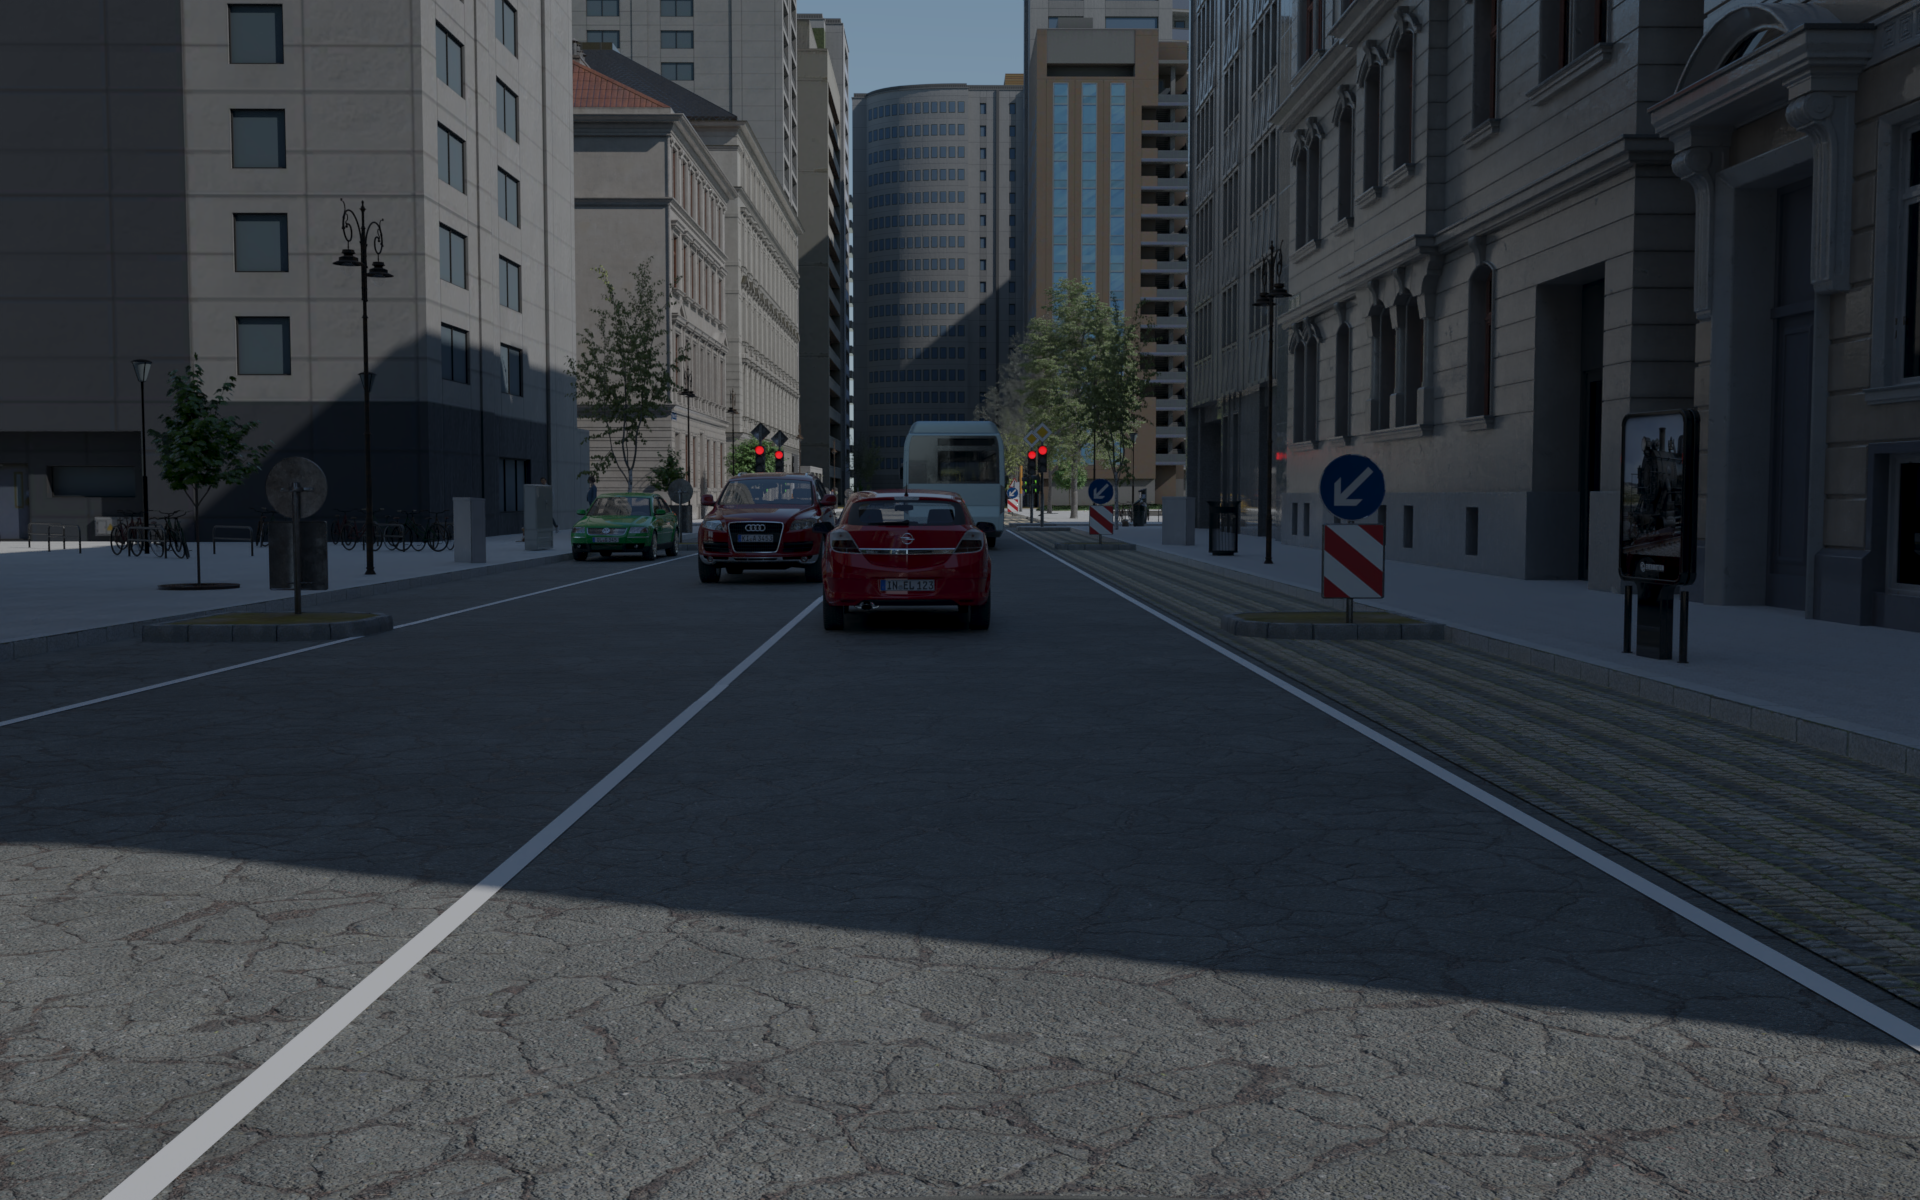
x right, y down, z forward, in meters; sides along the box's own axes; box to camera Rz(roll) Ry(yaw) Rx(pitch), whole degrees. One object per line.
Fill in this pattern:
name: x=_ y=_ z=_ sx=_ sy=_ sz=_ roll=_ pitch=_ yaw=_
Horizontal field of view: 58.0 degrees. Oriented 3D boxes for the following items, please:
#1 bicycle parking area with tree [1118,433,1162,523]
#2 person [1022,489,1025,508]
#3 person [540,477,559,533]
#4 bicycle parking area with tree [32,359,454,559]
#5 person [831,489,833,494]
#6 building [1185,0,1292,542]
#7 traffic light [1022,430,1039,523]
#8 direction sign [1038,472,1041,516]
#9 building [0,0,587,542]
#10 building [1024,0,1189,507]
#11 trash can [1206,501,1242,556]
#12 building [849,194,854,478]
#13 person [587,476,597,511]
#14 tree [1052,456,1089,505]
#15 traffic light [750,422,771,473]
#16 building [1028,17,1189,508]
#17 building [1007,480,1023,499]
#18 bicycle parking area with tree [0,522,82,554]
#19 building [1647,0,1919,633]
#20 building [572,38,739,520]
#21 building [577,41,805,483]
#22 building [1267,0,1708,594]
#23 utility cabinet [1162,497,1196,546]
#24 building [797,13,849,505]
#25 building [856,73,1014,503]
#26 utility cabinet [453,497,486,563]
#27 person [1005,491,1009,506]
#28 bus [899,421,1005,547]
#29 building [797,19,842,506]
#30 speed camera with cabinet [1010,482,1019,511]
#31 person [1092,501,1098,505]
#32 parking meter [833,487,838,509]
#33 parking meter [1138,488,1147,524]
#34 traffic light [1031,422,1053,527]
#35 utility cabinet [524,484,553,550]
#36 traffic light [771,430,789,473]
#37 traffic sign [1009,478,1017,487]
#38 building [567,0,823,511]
bicycle parking area with tree: x=10.654 y=-5.768 z=81.310 sx=8.231 sy=4.147 sz=9.016 roll=0 pitch=4 yaw=4
person: x=5.695 y=-9.478 z=160.868 sx=0.599 sy=1.838 sz=0.709 roll=2 pitch=4 yaw=33
person: x=-13.423 y=-3.085 z=56.328 sx=0.661 sy=1.843 sz=0.795 roll=2 pitch=4 yaw=30
bicycle parking area with tree: x=-15.597 y=-3.168 z=38.805 sx=8.231 sy=4.147 sz=9.016 roll=-2 pitch=4 yaw=-34
person: x=-11.473 y=-9.231 z=157.424 sx=0.568 sy=1.767 sz=0.683 roll=3 pitch=5 yaw=42
building: x=14.574 y=-14.465 z=54.526 sx=12.078 sy=24.808 sz=19.932 roll=0 pitch=4 yaw=-1
traffic light: x=3.115 y=-5.307 z=75.688 sx=0.839 sy=4.253 sz=0.868 roll=0 pitch=4 yaw=-1
direction sign: x=4.680 y=-6.613 z=100.116 sx=0.379 sy=3.537 sz=0.876 roll=1 pitch=4 yaw=20
building: x=-24.406 y=-37.669 z=54.144 sx=20.611 sy=71.187 sz=20.563 roll=0 pitch=4 yaw=-1
building: x=17.264 y=-39.370 z=185.692 sx=21.231 sy=58.520 sz=28.212 roll=0 pitch=4 yaw=-1
trash can: x=5.498 y=-1.498 z=36.144 sx=0.748 sy=1.137 sz=0.748 roll=0 pitch=3 yaw=0
building: x=-30.389 y=-38.372 z=246.983 sx=30.456 sy=49.044 sz=23.786 roll=0 pitch=4 yaw=-1
person: x=-10.973 y=-2.808 z=51.973 sx=0.654 sy=1.822 sz=0.581 roll=0 pitch=4 yaw=-2
tree: x=9.228 y=-9.922 z=145.938 sx=4.285 sy=4.588 sz=4.351 roll=0 pitch=3 yaw=0
traffic light: x=-7.765 y=-4.811 z=67.576 sx=0.839 sy=4.253 sz=0.868 roll=0 pitch=4 yaw=-1
building: x=13.785 y=-31.485 z=164.892 sx=14.600 sy=45.320 sz=14.200 roll=0 pitch=4 yaw=-1
building: x=22.149 y=-31.862 z=212.818 sx=32.217 sy=40.220 sz=23.993 roll=0 pitch=4 yaw=-1
bicycle parking area with tree: x=-25.489 y=-3.207 z=39.441 sx=8.231 sy=4.147 sz=9.016 roll=-3 pitch=4 yaw=-39
building: x=15.019 y=-13.733 z=10.432 sx=13.634 sy=28.700 sz=20.117 roll=0 pitch=4 yaw=-1
building: x=-18.146 y=-15.376 z=87.555 sx=11.583 sy=22.565 sz=21.152 roll=0 pitch=4 yaw=-1
building: x=-20.823 y=-21.062 z=120.782 sx=17.030 sy=29.872 sz=44.131 roll=0 pitch=4 yaw=-1
building: x=14.553 y=-14.989 z=32.463 sx=14.401 sy=28.519 sz=23.554 roll=0 pitch=4 yaw=-1
utility cabinet: x=5.499 y=-1.982 z=43.563 sx=0.306 sy=1.237 sz=1.020 roll=-2 pitch=4 yaw=-30
building: x=-27.799 y=-40.973 z=211.915 sx=28.212 sy=58.520 sz=21.231 roll=0 pitch=4 yaw=-1
building: x=-0.976 y=-43.053 z=245.917 sx=28.212 sy=58.520 sz=21.231 roll=0 pitch=4 yaw=-1
utility cabinet: x=-9.206 y=-1.307 z=32.530 sx=0.306 sy=1.237 sz=1.020 roll=-2 pitch=4 yaw=-34
person: x=4.808 y=-10.957 z=185.750 sx=0.990 sy=1.755 sz=0.434 roll=-1 pitch=4 yaw=-23
bus: x=-0.331 y=-3.391 z=50.299 sx=2.948 sy=3.499 sz=13.247 roll=0 pitch=4 yaw=-2
building: x=-23.784 y=-34.137 z=181.849 sx=21.300 sy=48.544 sz=21.600 roll=0 pitch=4 yaw=-1
speed camera with cabinet: x=4.304 y=-8.503 z=133.365 sx=0.660 sy=3.252 sz=2.038 roll=0 pitch=4 yaw=-7
person: x=9.882 y=-7.378 z=126.473 sx=0.655 sy=1.846 sz=0.447 roll=0 pitch=4 yaw=2
parking meter: x=-10.703 y=-8.754 z=148.841 sx=0.255 sy=1.863 sz=0.399 roll=-3 pitch=4 yaw=-37
parking meter: x=7.889 y=-4.068 z=74.919 sx=0.372 sy=1.533 sz=0.369 roll=0 pitch=3 yaw=0
traffic light: x=3.196 y=-4.818 z=67.703 sx=0.839 sy=4.253 sz=0.868 roll=0 pitch=4 yaw=-1
utility cabinet: x=-9.635 y=-1.894 z=39.654 sx=0.318 sy=1.500 sz=1.173 roll=0 pitch=4 yaw=4
traffic light: x=-7.846 y=-5.299 z=75.561 sx=0.839 sy=4.253 sz=0.868 roll=0 pitch=4 yaw=-1
traffic sign: x=4.334 y=-8.427 z=137.784 sx=0.884 sy=2.594 sz=0.081 roll=0 pitch=4 yaw=4
building: x=-23.380 y=-44.122 z=159.639 sx=20.563 sy=71.187 sz=20.611 roll=0 pitch=4 yaw=-1
